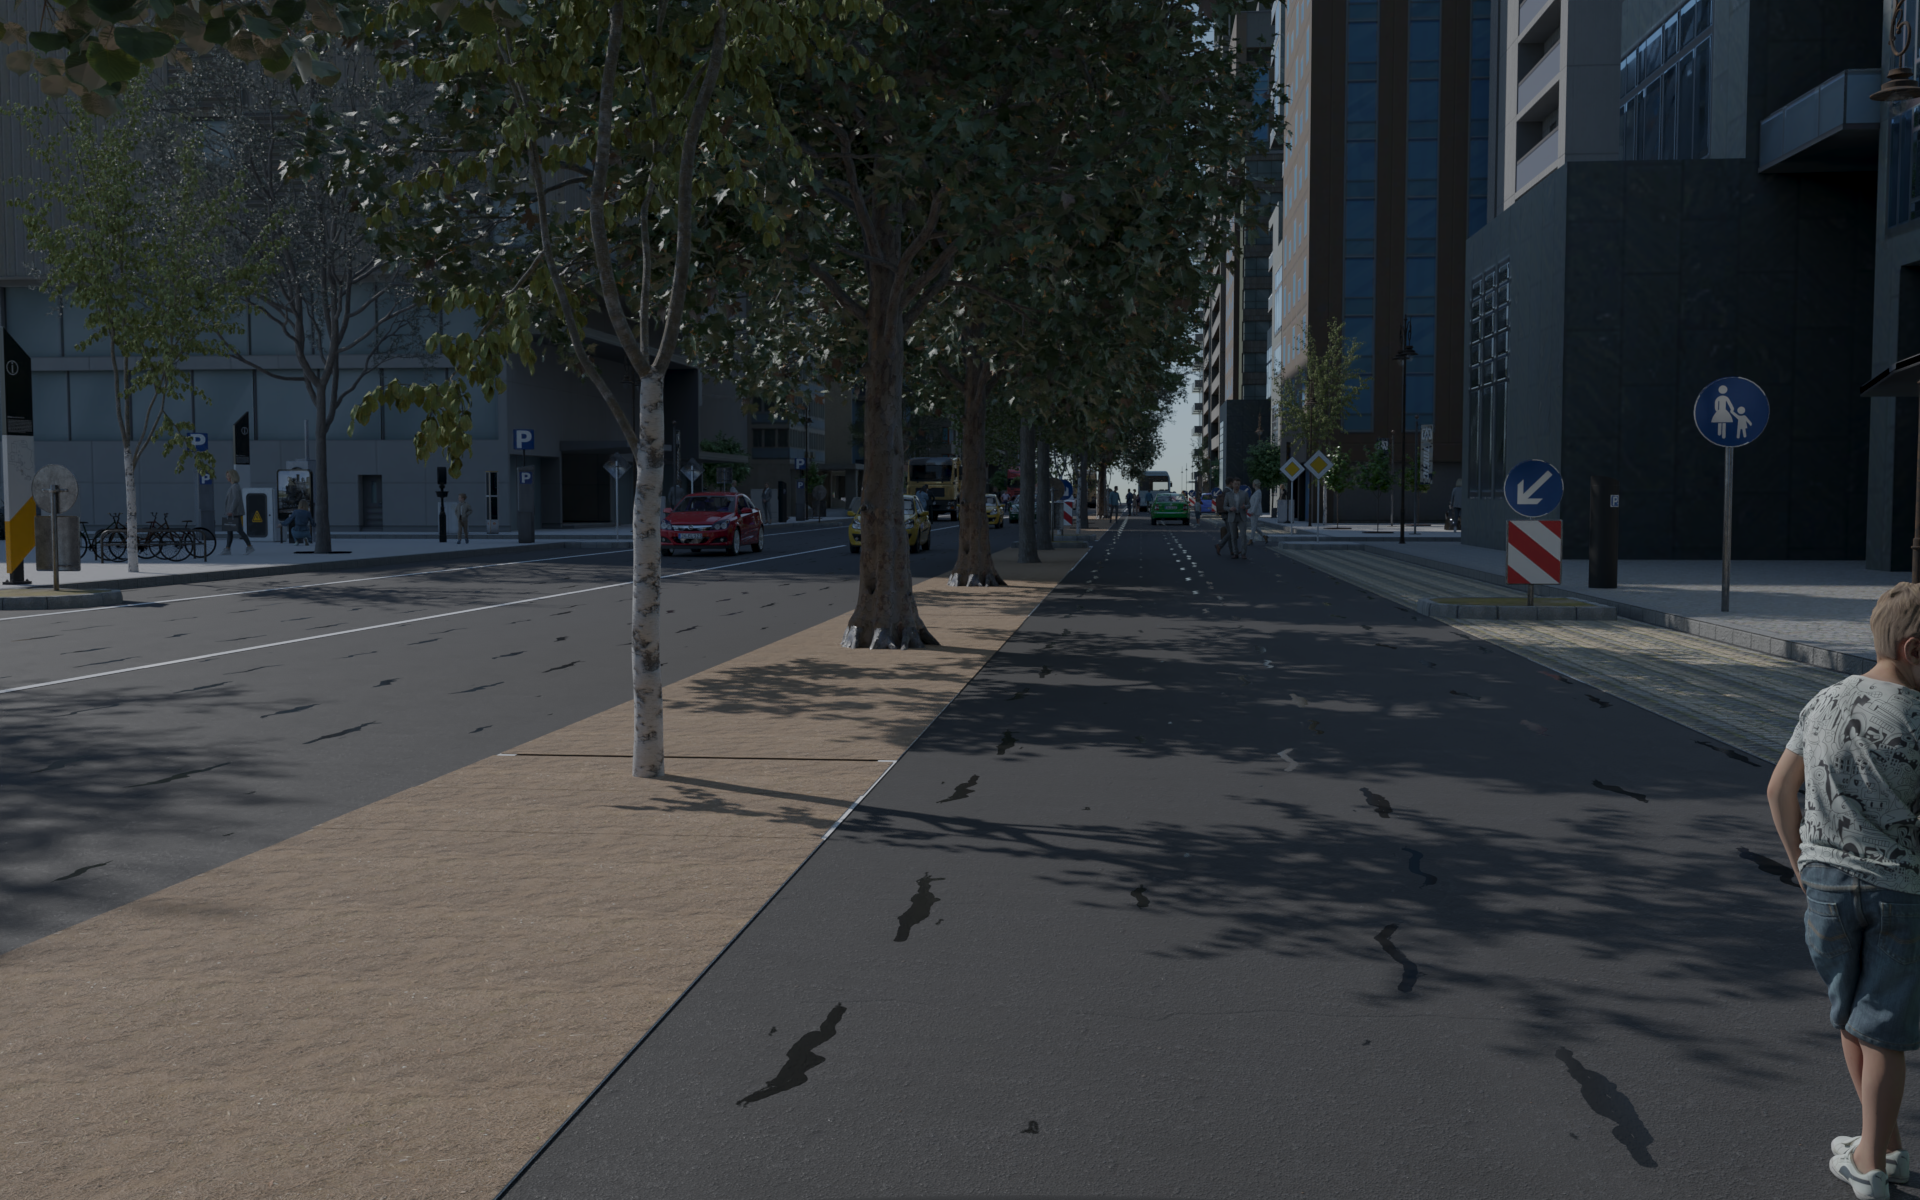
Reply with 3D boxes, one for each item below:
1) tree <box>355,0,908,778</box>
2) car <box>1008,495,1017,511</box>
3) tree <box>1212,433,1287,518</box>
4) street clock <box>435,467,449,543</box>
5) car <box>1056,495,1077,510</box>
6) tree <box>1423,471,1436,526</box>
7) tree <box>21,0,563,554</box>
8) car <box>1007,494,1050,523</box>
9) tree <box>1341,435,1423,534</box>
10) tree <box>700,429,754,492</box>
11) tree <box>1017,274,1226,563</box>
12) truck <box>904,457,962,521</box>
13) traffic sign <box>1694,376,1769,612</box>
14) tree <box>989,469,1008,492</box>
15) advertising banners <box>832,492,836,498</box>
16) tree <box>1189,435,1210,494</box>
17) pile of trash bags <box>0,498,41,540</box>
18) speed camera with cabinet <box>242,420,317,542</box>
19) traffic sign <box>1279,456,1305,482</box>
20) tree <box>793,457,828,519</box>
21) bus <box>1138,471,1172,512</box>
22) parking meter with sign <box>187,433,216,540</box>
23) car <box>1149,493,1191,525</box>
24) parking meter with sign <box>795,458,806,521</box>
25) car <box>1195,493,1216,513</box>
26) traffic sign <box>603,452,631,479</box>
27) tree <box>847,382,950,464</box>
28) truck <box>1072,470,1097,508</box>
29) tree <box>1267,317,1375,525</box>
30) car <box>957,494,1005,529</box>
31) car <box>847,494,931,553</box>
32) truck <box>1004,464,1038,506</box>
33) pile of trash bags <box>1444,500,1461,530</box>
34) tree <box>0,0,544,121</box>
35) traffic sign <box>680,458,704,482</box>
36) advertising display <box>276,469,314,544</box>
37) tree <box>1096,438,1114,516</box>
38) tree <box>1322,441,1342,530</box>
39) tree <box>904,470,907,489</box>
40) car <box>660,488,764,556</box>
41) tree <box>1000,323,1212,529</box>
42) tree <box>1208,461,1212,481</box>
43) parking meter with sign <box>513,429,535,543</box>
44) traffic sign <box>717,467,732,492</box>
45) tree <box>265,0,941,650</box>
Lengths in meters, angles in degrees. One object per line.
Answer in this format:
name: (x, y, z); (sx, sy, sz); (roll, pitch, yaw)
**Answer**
tree: (-1.592, -3.421, 8.745); (4.737, 8.622, 4.395); (0, 3, 0)
car: (4.973, -8.109, 145.163); (1.945, 1.354, 3.894); (0, 4, 7)
tree: (16.856, -6.727, 93.707); (4.285, 4.588, 4.351); (0, 3, 0)
street clock: (-13.717, -2.528, 45.895); (0.358, 2.002, 0.471); (-1, 4, -20)
car: (9.656, -8.911, 158.062); (2.083, 1.381, 4.827); (0, 4, 5)
tree: (18.540, -4.609, 69.956); (1.663, 3.219, 1.824); (0, 3, 0)
tree: (-13.761, -7.752, 37.123); (12.009, 13.543, 11.850); (0, 3, 0)
car: (3.457, -4.536, 85.954); (2.131, 1.459, 4.920); (0, 4, 6)
tree: (13.802, -3.799, 56.719); (1.663, 3.219, 1.824); (0, 3, 0)
tree: (-12.174, -6.384, 88.091); (4.285, 4.588, 4.351); (0, 3, 0)
tree: (1.469, -7.004, 35.100); (7.486, 12.596, 7.792); (0, 3, 0)
truck: (-1.098, -5.972, 93.570); (3.469, 3.379, 9.791); (0, 4, 7)
traffic sign: (8.354, -1.145, 18.834); (0.768, 2.556, 0.104); (1, 4, 11)
tree: (5.095, -13.698, 207.679); (4.285, 4.588, 4.351); (0, 3, 0)
advertising banners: (-9.580, -8.014, 127.210); (0.090, 3.025, 2.074); (-2, 4, -28)
tree: (29.692, -15.923, 210.701); (4.737, 8.622, 4.395); (0, 3, 0)
pile of trash bags: (-26.401, -2.338, 47.976); (1.912, 1.369, 3.447); (0, 4, -1)
speed camera with cabinet: (-18.069, -3.165, 46.092); (2.038, 3.252, 0.660); (1, 4, 15)
traffic sign: (10.237, -3.127, 53.311); (0.795, 2.593, 0.064); (0, 4, 6)
tree: (-7.555, -5.808, 89.559); (1.663, 3.219, 1.824); (0, 3, 0)
bus: (16.180, -9.115, 143.897); (2.948, 3.499, 13.247); (0, 4, 7)
parking meter with sign: (-21.234, -3.201, 48.593); (0.543, 3.016, 1.738); (-2, 4, -32)
car: (9.847, -4.431, 81.235); (1.959, 1.807, 4.718); (0, 4, 6)
parking meter with sign: (-7.663, -5.305, 82.992); (0.543, 3.016, 1.738); (0, 4, -4)
car: (16.374, -6.343, 113.292); (1.945, 1.707, 3.694); (0, 4, 6)
traffic sign: (-9.383, -2.762, 47.346); (0.795, 2.593, 0.064); (0, 4, 6)
tree: (-4.450, -11.604, 124.131); (8.767, 10.594, 7.601); (1, 4, 18)
truck: (12.749, -11.514, 177.171); (2.839, 4.237, 11.283); (0, 4, 4)
tree: (14.832, -7.398, 71.313); (4.737, 8.622, 4.395); (0, 3, 0)
car: (0.908, -3.826, 72.775); (2.015, 1.641, 3.980); (0, 4, 5)
car: (-1.724, -2.015, 43.175); (2.015, 1.641, 3.980); (0, 4, 5)
truck: (5.919, -10.759, 164.816); (2.839, 4.237, 11.283); (0, 4, 5)
pile of trash bags: (18.809, -3.147, 61.213); (3.447, 1.369, 1.912); (2, 4, 25)
tree: (-2.496, -5.633, 1.215); (9.857, 13.997, 8.962); (0, 3, 0)
traffic sign: (-8.553, -3.248, 55.288); (0.795, 2.593, 0.064); (0, 4, 6)
advertising display: (-17.236, -2.428, 44.919); (0.974, 1.923, 0.123); (1, 4, 11)
tree: (4.238, -6.690, 62.202); (4.737, 8.622, 4.395); (0, 3, 0)
tree: (13.909, -4.188, 63.074); (1.663, 3.219, 1.824); (0, 3, 0)
tree: (-4.011, -7.604, 118.922); (1.663, 3.219, 1.824); (0, 3, 0)
car: (-5.910, -1.979, 41.391); (2.155, 1.783, 4.494); (0, 4, 5)
tree: (5.893, -10.438, 83.487); (12.009, 13.543, 11.850); (0, 3, 0)
tree: (20.827, -9.177, 133.756); (4.285, 4.588, 4.351); (0, 3, 0)
parking meter with sign: (-11.506, -3.030, 45.798); (0.543, 3.016, 1.738); (-1, 4, -15)
traffic sign: (-9.049, -3.939, 66.528); (0.606, 2.300, 0.079); (0, 4, 7)
tree: (-0.713, -5.894, 15.829); (9.611, 12.733, 9.660); (0, 3, 0)
